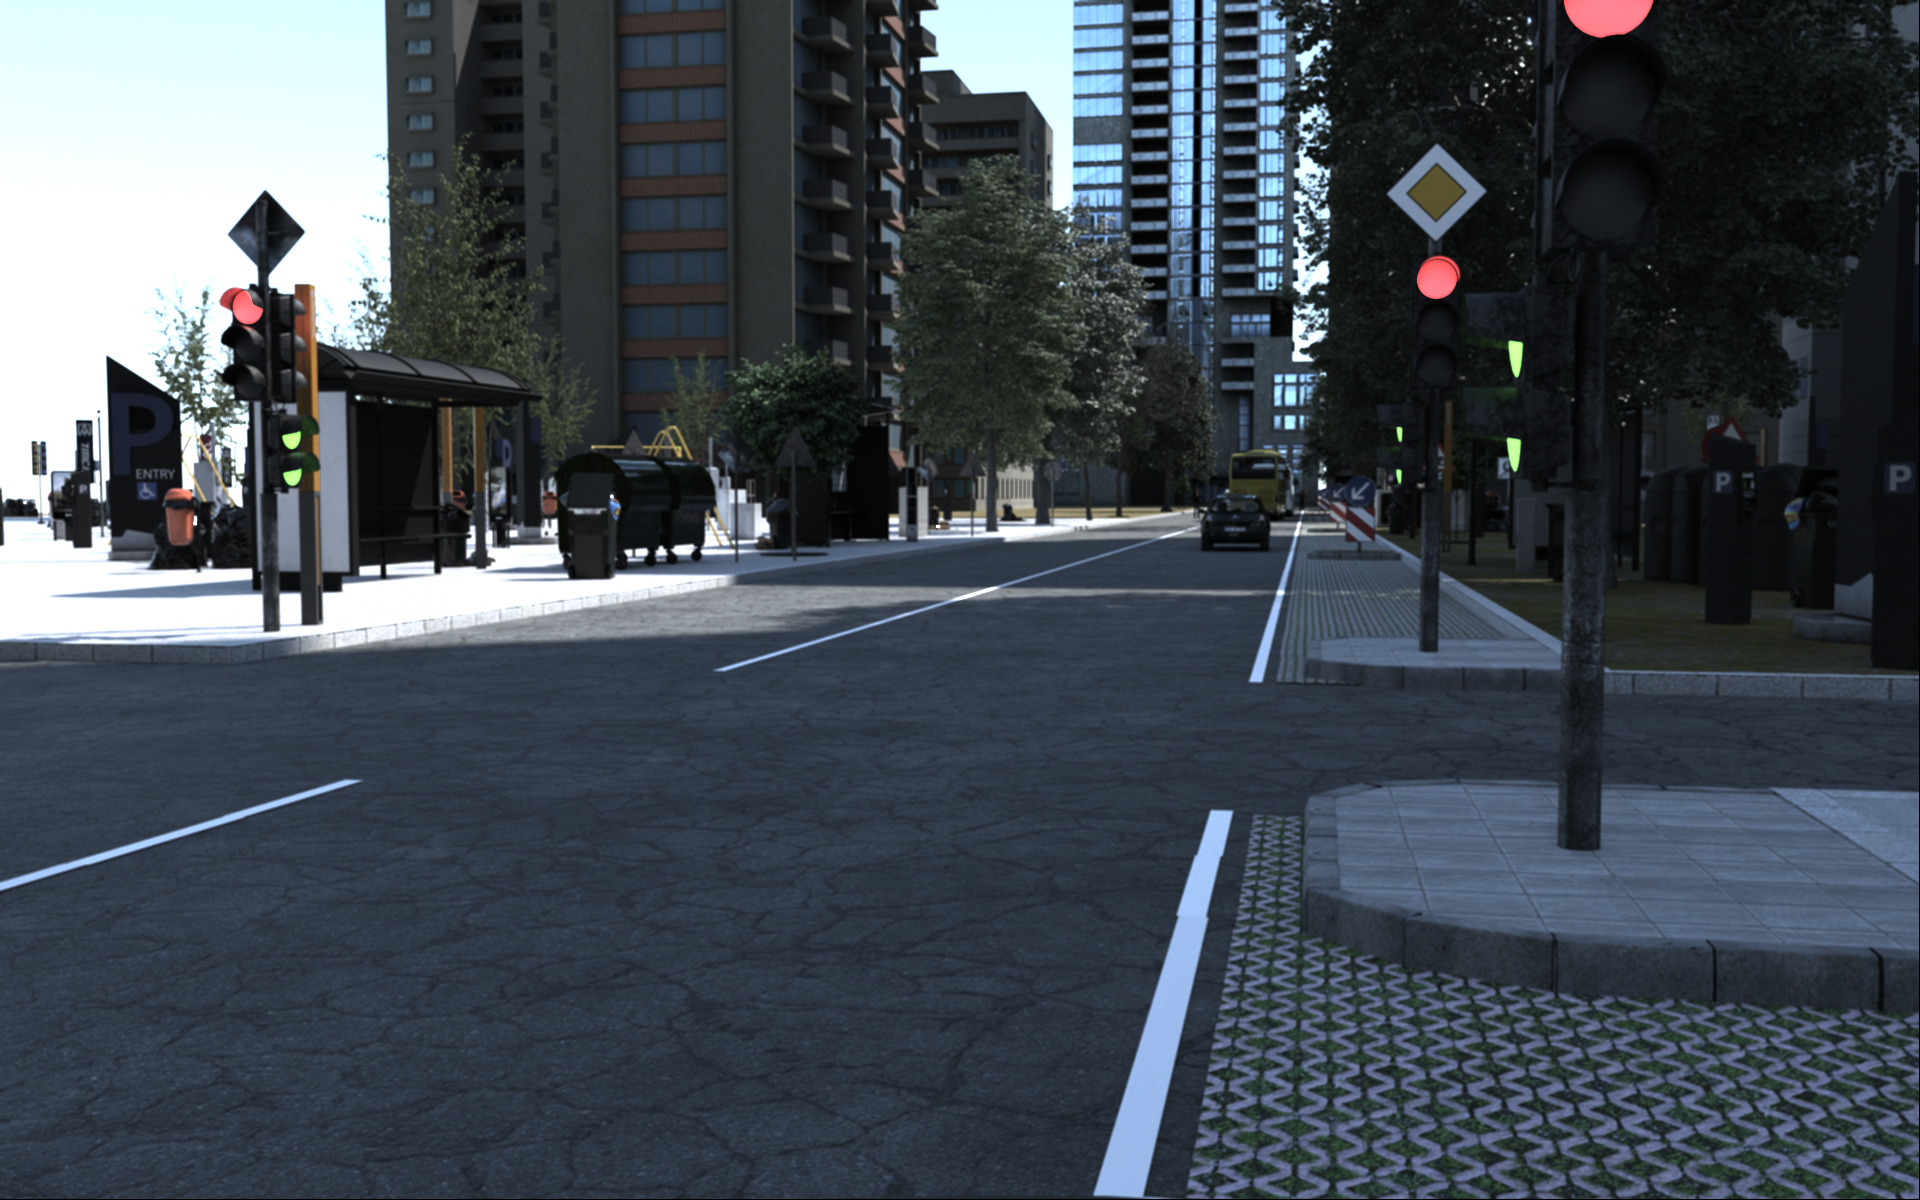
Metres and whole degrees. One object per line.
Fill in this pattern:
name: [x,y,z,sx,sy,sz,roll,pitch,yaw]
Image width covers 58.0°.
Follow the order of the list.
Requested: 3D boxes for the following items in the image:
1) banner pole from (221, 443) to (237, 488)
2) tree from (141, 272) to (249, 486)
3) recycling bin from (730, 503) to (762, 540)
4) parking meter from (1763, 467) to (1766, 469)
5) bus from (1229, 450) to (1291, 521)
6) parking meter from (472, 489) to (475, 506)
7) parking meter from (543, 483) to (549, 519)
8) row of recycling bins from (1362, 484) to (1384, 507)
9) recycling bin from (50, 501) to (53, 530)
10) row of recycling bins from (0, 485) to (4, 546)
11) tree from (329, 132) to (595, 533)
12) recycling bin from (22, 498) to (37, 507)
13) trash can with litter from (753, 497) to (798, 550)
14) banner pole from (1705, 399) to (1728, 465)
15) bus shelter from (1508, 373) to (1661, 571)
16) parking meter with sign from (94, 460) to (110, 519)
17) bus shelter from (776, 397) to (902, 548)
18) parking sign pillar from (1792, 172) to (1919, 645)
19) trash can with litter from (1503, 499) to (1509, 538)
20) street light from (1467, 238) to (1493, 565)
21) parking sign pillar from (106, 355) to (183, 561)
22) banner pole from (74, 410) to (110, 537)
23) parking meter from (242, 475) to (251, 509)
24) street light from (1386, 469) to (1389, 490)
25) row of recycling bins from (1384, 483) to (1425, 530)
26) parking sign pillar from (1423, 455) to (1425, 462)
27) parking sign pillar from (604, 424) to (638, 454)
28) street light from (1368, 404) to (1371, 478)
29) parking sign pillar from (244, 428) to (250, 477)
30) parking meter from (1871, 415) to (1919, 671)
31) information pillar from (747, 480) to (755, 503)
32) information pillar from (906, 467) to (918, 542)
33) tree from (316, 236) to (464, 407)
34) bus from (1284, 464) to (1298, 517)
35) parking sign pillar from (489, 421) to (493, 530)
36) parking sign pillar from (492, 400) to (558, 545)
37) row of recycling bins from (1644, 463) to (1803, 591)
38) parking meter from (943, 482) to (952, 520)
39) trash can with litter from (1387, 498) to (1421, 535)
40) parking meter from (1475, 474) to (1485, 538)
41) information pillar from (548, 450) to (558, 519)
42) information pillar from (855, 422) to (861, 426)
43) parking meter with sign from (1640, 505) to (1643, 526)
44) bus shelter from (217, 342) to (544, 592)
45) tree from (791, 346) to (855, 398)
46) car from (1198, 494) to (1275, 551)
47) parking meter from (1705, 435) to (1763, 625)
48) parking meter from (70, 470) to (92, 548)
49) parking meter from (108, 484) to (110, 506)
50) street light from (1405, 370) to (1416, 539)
banner pole: [-34.664,-5.646,82.330,0.863,3.779,0.401,-1,4,-11]
tree: [-25.284,-6.595,58.193,4.737,8.622,4.395,0,3,0]
recycling bin: [-5.991,-2.198,48.497,0.722,1.027,0.722,1,4,11]
parking meter: [15.733,-1.729,33.982,0.255,1.863,0.399,-3,5,-44]
bus: [16.645,-6.393,96.073,2.896,3.916,12.252,1,4,13]
parking meter: [-26.420,-5.270,94.580,0.372,1.533,0.369,0,3,0]
parking meter: [-21.247,-5.100,89.100,0.255,1.863,0.399,2,4,34]
row of recycling bins: [18.687,-3.971,72.036,3.534,1.692,1.069,2,4,30]
recycling bin: [-32.215,-3.043,62.300,0.722,1.027,0.722,0,4,-3]
row of recycling bins: [-24.795,-2.247,43.849,1.069,1.692,3.534,-2,4,-29]
tree: [-10.721,-5.242,36.067,4.737,8.622,4.395,0,3,0]
recycling bin: [-53.181,-5.272,98.743,0.722,1.027,0.722,1,4,18]
trash can with litter: [-4.271,-1.752,40.031,0.624,1.170,1.055,2,4,30]
banner pole: [20.123,-3.428,46.066,0.401,3.779,0.863,-1,4,-23]
bus shelter: [11.052,-2.288,31.333,2.014,3.302,5.546,1,4,11]
parking meter with sign: [-43.497,-5.671,88.989,1.738,3.016,0.543,0,4,-6]
bus shelter: [-3.025,-3.254,44.479,1.731,3.624,6.357,1,4,11]
parking sign pillar: [8.161,-1.635,15.204,1.447,3.967,1.447,1,4,9]
trash can with litter: [15.204,-2.151,46.558,1.055,1.170,0.624,0,4,-4]
street light: [9.248,-3.568,31.120,0.468,5.910,1.993,1,4,11]
parking sign pillar: [-15.821,-2.763,33.649,1.447,3.967,1.447,-2,4,-25]
banner pole: [-25.694,-3.746,51.266,0.863,3.779,0.401,-2,4,-25]
parking meter: [-21.942,-2.920,53.459,0.399,1.863,0.255,2,4,29]
street light: [16.842,-5.837,68.229,0.468,5.910,1.993,1,4,11]
row of recycling bins: [16.781,-3.451,63.545,1.069,1.692,3.534,2,4,33]
parking sign pillar: [22.967,-5.925,85.339,1.447,3.967,1.447,1,4,15]
parking sign pillar: [-12.967,-4.769,66.440,1.447,3.967,1.447,0,4,-2]
street light: [20.525,-6.975,86.837,0.468,5.910,1.993,1,4,11]
parking sign pillar: [-28.567,-5.037,70.828,1.447,3.967,1.447,0,4,8]
parking meter: [6.931,-0.428,12.707,0.255,1.863,0.399,-2,4,-34]
information pillar: [-10.912,-5.254,90.397,0.304,2.012,0.304,3,4,36]
information pillar: [-1.295,-2.583,46.719,0.304,2.012,0.304,0,4,-3]
tree: [-16.067,-6.011,48.637,4.360,8.622,3.978,0,3,0]
bus: [20.284,-7.163,111.967,2.948,3.499,13.247,1,4,12]
parking sign pillar: [-16.313,-4.469,61.545,1.447,3.967,1.447,0,4,1]
parking sign pillar: [-10.971,-3.396,44.003,1.447,3.967,1.447,-1,4,-23]
row of recycling bins: [10.809,-1.064,24.506,1.069,1.692,3.534,0,4,-6]
parking meter: [-0.605,-4.816,84.450,0.255,1.863,0.399,-3,5,-43]
trash can with litter: [14.087,-2.661,54.898,1.055,1.170,0.624,1,4,21]
parking meter: [15.261,-2.776,51.092,0.255,1.863,0.399,-1,4,-15]
information pillar: [-20.668,-5.910,87.983,0.504,3.616,0.183,0,4,2]
information pillar: [-3.009,-3.547,49.353,0.504,3.616,0.183,-1,4,-14]
parking meter with sign: [26.631,-4.498,69.806,1.738,3.016,0.543,3,5,42]
bus shelter: [-8.194,-1.917,25.262,2.014,3.302,5.546,1,4,11]
tree: [-7.254,-8.240,85.091,4.737,8.622,4.395,0,3,0]
car: [7.163,-2.149,44.917,2.009,1.686,4.222,1,4,10]
parking meter: [7.595,-0.694,17.056,0.255,1.863,0.399,-2,4,-29]
parking meter: [-20.880,-2.167,41.134,0.255,1.863,0.399,3,5,40]
parking meter: [-18.728,-2.011,38.597,0.399,1.863,0.255,0,4,-5]
street light: [13.024,-4.704,49.700,0.468,5.910,1.993,1,4,11]
